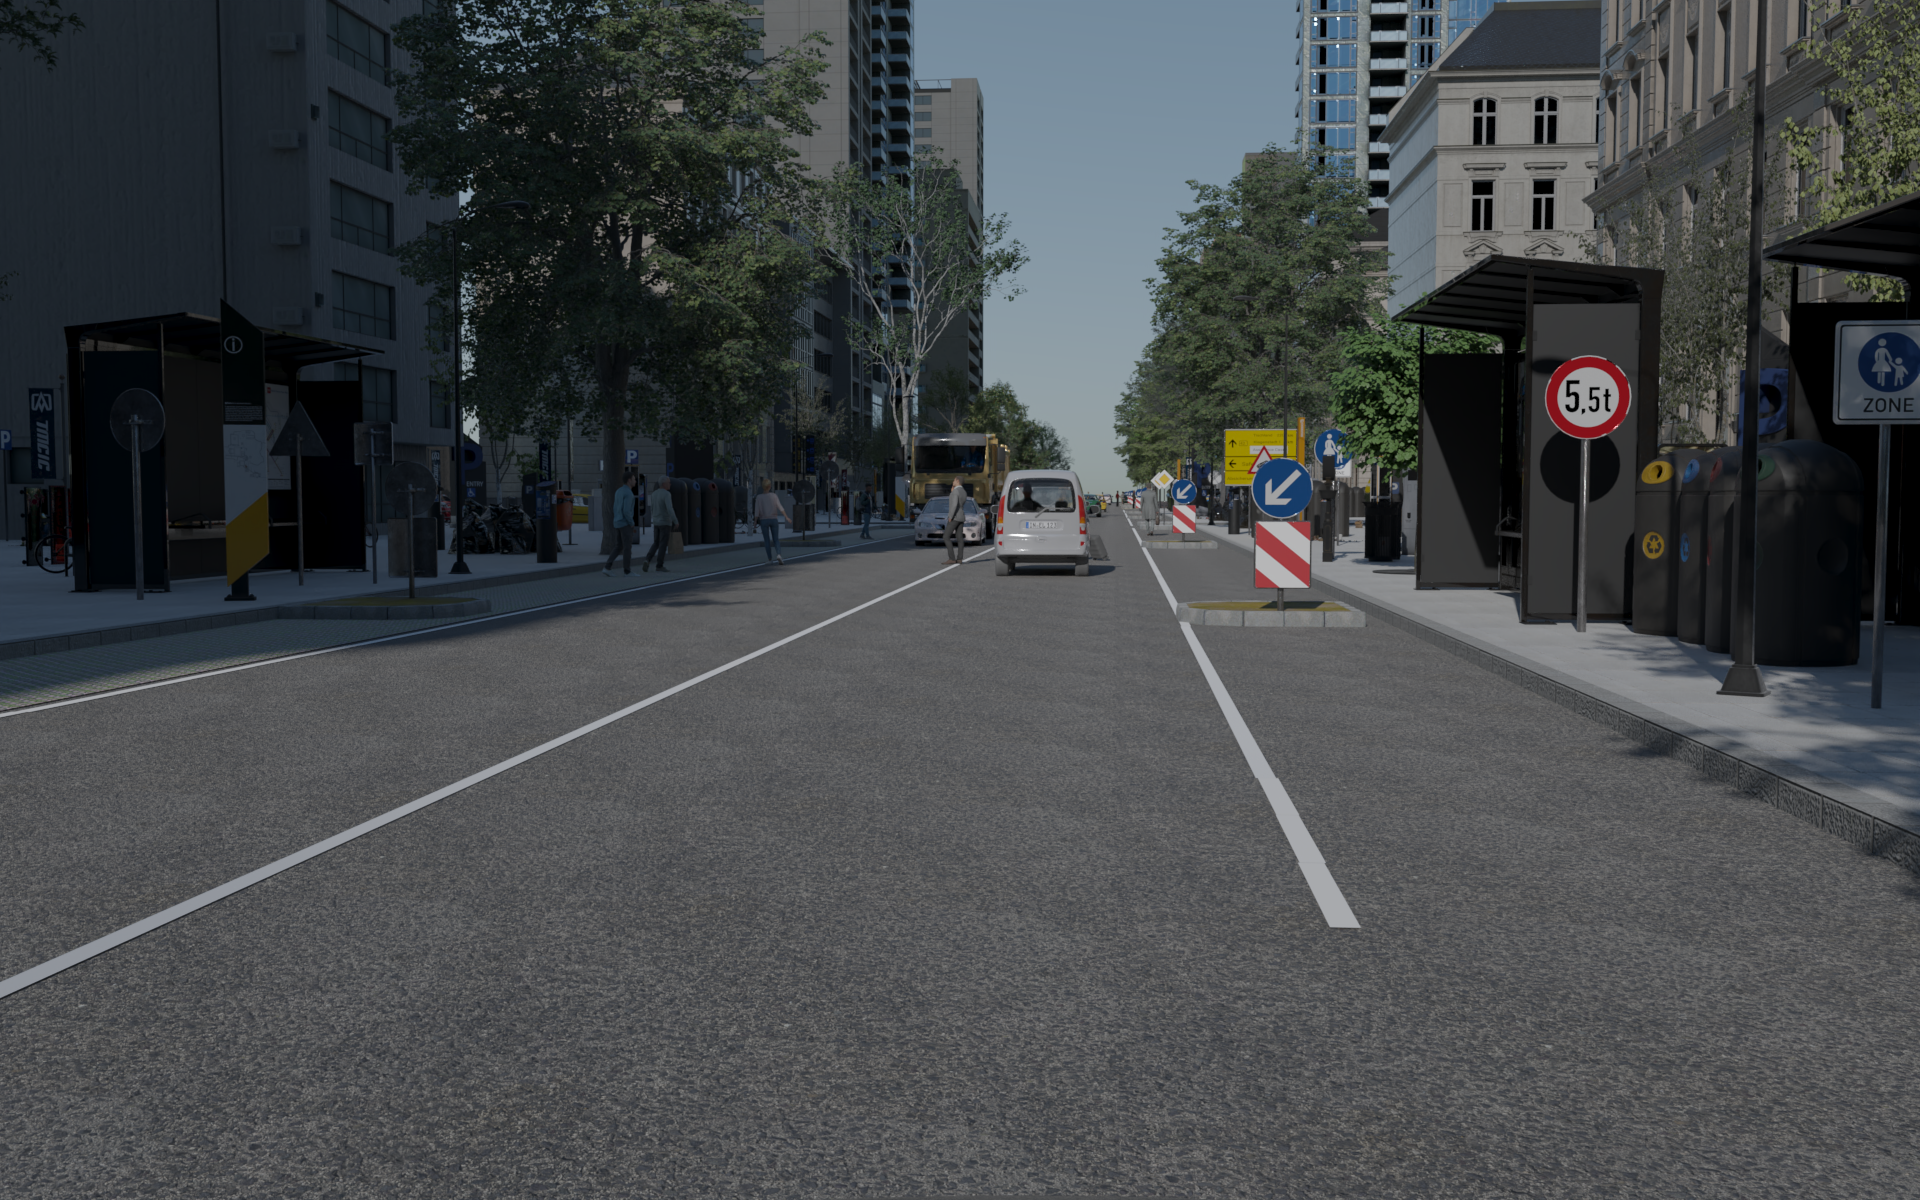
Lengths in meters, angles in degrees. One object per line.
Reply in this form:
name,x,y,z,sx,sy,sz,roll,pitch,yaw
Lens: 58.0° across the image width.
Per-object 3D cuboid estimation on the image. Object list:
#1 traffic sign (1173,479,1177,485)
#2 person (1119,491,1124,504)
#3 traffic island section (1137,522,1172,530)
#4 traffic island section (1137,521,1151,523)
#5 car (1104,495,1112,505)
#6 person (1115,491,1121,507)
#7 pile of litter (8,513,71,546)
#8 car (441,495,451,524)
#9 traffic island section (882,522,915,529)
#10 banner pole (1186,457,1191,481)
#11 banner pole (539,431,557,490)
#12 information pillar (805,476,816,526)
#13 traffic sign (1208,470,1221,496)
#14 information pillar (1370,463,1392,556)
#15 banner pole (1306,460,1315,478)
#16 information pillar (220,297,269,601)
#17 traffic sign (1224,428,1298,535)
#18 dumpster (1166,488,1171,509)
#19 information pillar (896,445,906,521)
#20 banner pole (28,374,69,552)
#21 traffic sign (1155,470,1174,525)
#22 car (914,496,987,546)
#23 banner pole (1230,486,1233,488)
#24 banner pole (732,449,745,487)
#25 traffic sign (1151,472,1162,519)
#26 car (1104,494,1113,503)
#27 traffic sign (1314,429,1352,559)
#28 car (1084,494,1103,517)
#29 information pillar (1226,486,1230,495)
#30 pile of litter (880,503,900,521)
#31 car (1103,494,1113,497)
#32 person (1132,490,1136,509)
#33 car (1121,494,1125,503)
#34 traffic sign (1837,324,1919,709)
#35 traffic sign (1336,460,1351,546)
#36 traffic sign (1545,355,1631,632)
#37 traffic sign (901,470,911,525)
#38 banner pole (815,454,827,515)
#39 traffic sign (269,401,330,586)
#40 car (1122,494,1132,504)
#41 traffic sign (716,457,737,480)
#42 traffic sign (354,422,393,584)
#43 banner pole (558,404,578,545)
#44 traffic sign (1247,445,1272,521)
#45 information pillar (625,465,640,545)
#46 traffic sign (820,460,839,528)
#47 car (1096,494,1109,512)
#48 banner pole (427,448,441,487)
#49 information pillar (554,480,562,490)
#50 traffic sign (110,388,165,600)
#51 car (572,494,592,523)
traffic sign,18.662,-9.106,148.981,0.768,2.556,0.104,1,4,14
person,23.039,-14.503,245.621,0.705,1.824,1.348,3,5,43
traffic island section,8.400,-2.986,71.106,2.009,0.180,2.903,0,4,5
traffic island section,9.112,-3.473,79.059,2.009,0.180,2.903,0,4,5
car,18.582,-12.936,223.859,2.083,1.381,4.827,0,4,3
person,17.923,-11.503,196.544,0.705,1.831,1.348,-1,4,-22
pile of litter,-22.627,-1.767,42.851,1.719,0.858,1.176,1,4,16
car,-24.772,-4.195,77.635,4.494,1.783,2.155,0,4,6
traffic island section,-2.099,-3.044,72.046,2.009,0.180,2.903,0,4,5
banner pole,13.734,-6.870,102.345,0.863,3.779,0.401,1,4,16
banner pole,-14.087,-4.246,59.445,0.863,3.779,0.401,1,4,15
information pillar,-6.042,-4.016,70.155,0.304,2.012,0.304,3,5,43
traffic sign,13.747,-5.704,93.359,0.768,2.556,0.104,1,4,14
information pillar,8.127,-1.772,33.472,0.304,2.012,0.304,-1,4,-14
banner pole,24.611,-8.042,121.497,0.863,3.779,0.401,0,4,7
information pillar,-8.585,-1.799,20.768,0.504,3.616,0.183,-1,4,-15
traffic sign,9.351,-3.673,53.931,2.265,3.308,0.079,0,4,7
dumpster,18.062,-8.590,146.204,1.264,1.857,1.865,0,4,5
information pillar,-2.846,-5.593,82.795,0.504,3.616,0.183,2,4,29
banner pole,-18.875,-2.813,36.013,0.863,3.779,0.401,-1,4,-21
traffic sign,8.376,-4.122,71.031,0.795,2.450,0.064,0,4,5
car,-0.242,-2.265,49.392,2.083,1.381,4.827,0,4,3
banner pole,18.875,-8.053,121.689,0.401,3.779,0.863,-3,4,-38
banner pole,-12.352,-6.550,97.108,0.863,3.779,0.401,-1,4,-9
traffic sign,9.088,-4.608,78.984,0.795,2.450,0.064,0,4,5
car,24.810,-17.211,291.618,2.015,1.641,3.980,0,4,6
traffic sign,7.333,-2.073,34.006,0.768,2.556,0.104,1,4,9
car,7.833,-5.850,107.437,2.131,1.459,4.920,0,4,3
information pillar,18.577,-7.906,120.622,0.183,3.616,0.504,-3,5,-45
pile of litter,-3.374,-4.323,84.649,1.176,0.858,1.719,1,4,12
car,25.577,-17.861,301.067,2.155,1.783,4.494,0,4,5
person,17.123,-9.884,170.234,0.705,1.807,1.348,-1,4,-12
car,26.593,-16.283,276.014,2.009,1.686,4.222,0,4,6
traffic sign,5.487,-0.500,10.302,0.606,2.300,0.079,0,4,7
traffic sign,9.363,-2.492,42.868,0.606,2.300,0.079,1,4,14
traffic sign,5.775,-0.973,16.013,0.768,2.556,0.104,0,4,6
traffic sign,-2.075,-4.180,71.983,0.795,2.450,0.064,0,4,5
banner pole,-8.684,-7.190,107.571,0.863,3.779,0.401,0,4,-3
traffic sign,-9.238,-1.481,24.214,0.884,2.594,0.081,0,4,6
car,23.511,-14.165,241.388,2.009,1.686,4.222,0,4,5
traffic sign,-8.100,-3.656,59.878,0.768,2.556,0.104,1,4,9
traffic sign,-8.364,-1.381,24.704,0.606,2.300,0.079,1,4,14
banner pole,-9.828,-3.286,43.741,0.401,3.779,0.863,0,4,-2
traffic sign,8.094,-2.824,46.181,0.884,2.594,0.081,0,4,7
information pillar,-8.355,-2.417,44.018,0.304,2.012,0.304,3,5,42
traffic sign,-4.918,-3.983,65.220,0.768,2.556,0.104,1,4,12
car,10.775,-7.769,137.240,2.015,1.641,3.980,0,4,5
banner pole,-26.276,-5.892,86.355,0.863,3.779,0.401,0,4,4
information pillar,-21.017,-5.267,90.604,0.304,2.012,0.304,2,4,29
traffic sign,-9.943,-1.274,20.930,0.768,2.556,0.104,1,4,14
car,-16.679,-4.116,77.512,3.980,1.641,2.015,0,4,7
